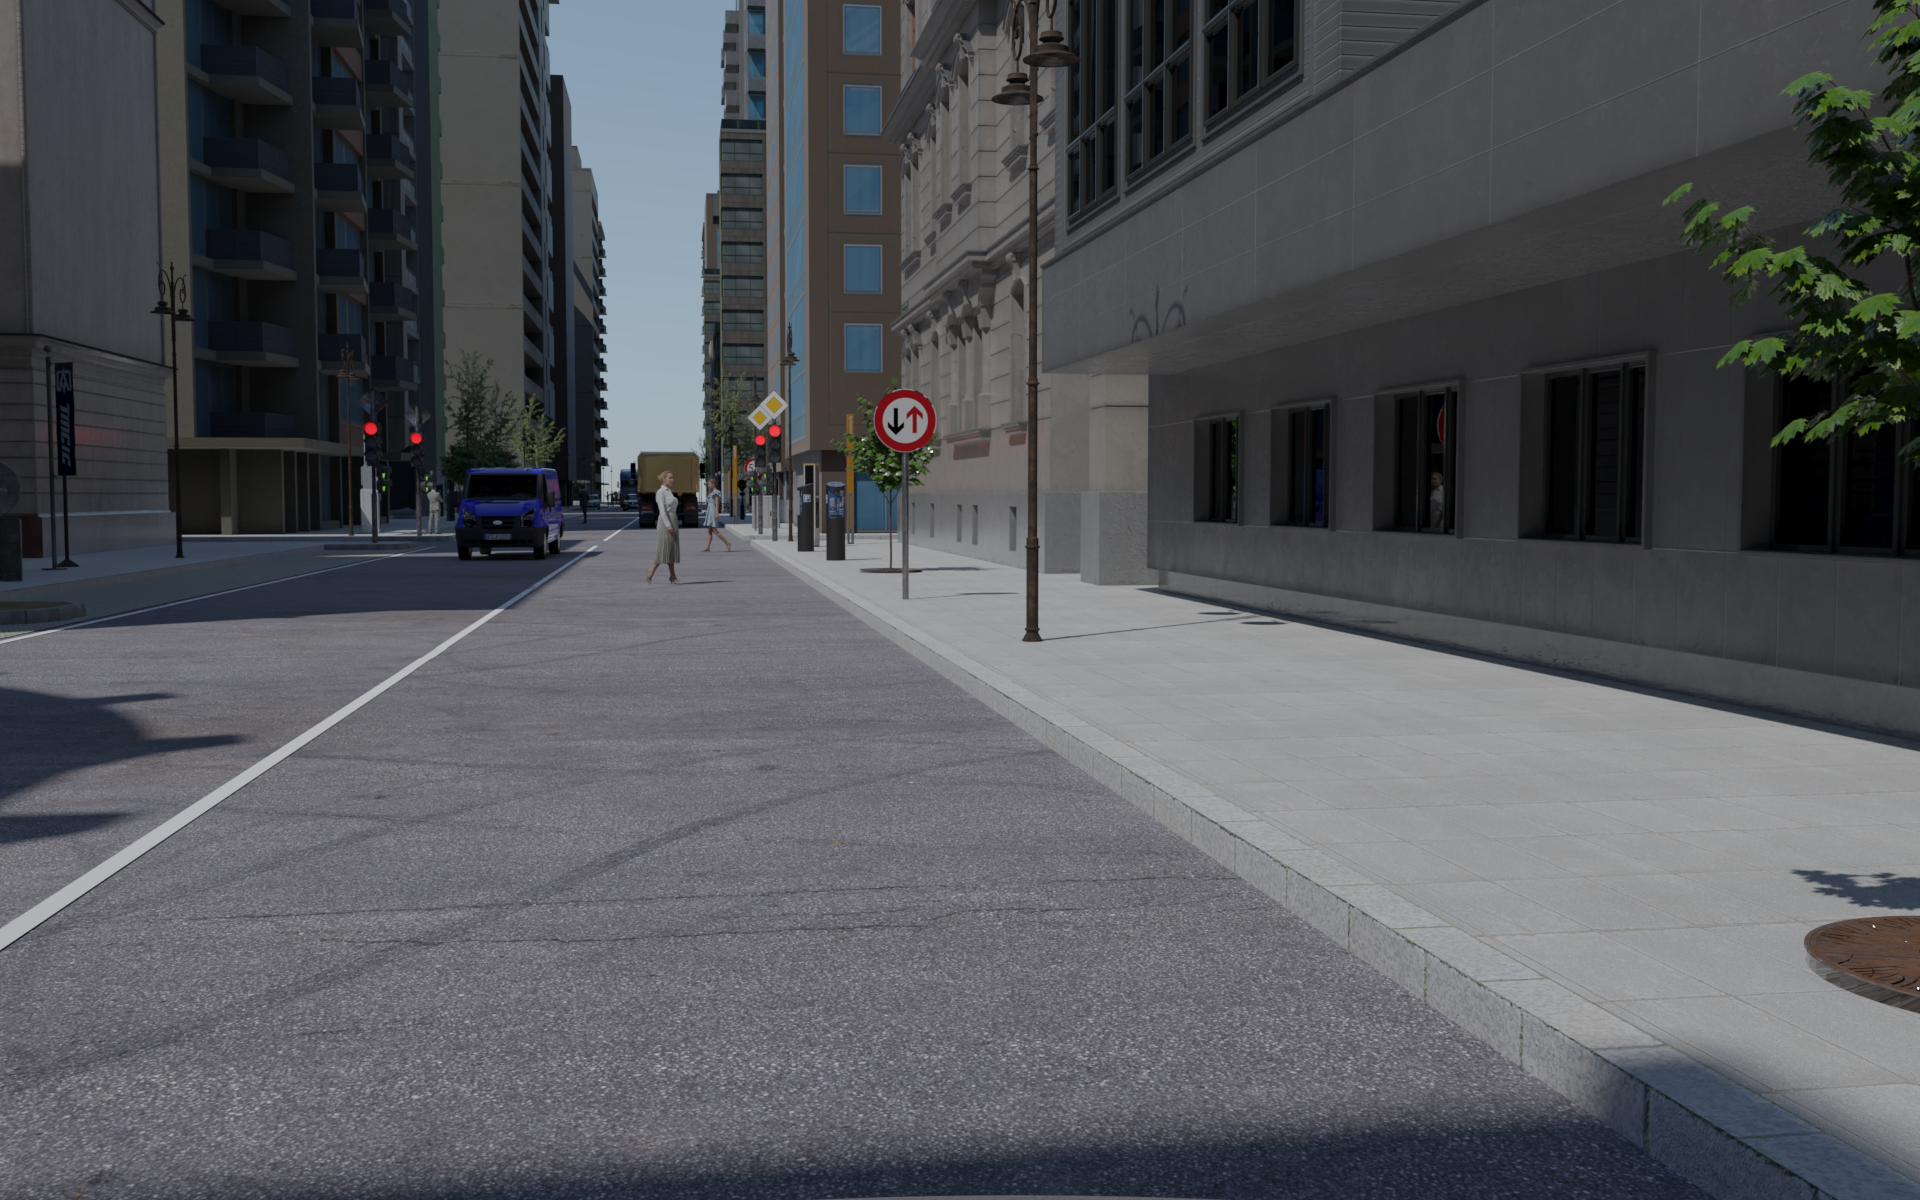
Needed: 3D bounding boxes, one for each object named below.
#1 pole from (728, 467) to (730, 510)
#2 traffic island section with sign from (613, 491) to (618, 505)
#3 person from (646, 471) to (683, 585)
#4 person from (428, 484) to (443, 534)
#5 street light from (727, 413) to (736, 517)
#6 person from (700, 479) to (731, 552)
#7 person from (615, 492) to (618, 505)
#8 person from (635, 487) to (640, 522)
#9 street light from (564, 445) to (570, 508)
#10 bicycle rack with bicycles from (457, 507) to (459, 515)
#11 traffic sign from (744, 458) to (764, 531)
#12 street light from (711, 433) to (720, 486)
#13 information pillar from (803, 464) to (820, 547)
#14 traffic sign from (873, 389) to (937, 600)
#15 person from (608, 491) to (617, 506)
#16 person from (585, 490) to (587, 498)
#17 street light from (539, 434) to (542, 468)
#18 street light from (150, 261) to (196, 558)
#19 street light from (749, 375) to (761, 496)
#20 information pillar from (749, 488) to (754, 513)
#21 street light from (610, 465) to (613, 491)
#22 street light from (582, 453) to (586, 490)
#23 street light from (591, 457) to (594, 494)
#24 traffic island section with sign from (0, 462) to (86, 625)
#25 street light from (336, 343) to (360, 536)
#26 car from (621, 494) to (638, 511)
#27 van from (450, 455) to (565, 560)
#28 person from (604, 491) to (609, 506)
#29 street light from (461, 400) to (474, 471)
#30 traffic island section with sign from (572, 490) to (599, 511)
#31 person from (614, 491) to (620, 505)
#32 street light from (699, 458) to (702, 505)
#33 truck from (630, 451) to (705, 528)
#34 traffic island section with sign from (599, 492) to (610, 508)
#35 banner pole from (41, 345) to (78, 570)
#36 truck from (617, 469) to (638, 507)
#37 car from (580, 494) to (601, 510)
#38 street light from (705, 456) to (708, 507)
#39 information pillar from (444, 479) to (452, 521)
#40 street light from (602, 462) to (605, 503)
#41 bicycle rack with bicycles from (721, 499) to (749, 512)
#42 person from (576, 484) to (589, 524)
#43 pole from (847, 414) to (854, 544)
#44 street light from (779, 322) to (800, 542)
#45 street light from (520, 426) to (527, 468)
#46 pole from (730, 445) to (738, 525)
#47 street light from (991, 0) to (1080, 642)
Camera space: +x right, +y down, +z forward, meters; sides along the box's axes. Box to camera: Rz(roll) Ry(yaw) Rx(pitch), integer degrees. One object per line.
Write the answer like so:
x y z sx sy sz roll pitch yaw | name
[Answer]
-17.143 -8.263 128.938 0.158 3.312 0.155 0 3 0 | pole
-46.318 -13.745 233.354 1.989 1.847 2.006 -1 4 -9 | traffic island section with sign
-4.698 -1.144 27.427 0.641 1.798 0.478 2 4 25 | person
-18.551 -3.216 61.261 0.511 1.800 0.466 0 4 5 | person
-12.813 -7.600 97.050 0.468 5.910 1.993 -1 4 -9 | street light
-6.069 -2.099 42.920 0.778 1.811 0.616 0 4 -5 | person
-45.643 -13.531 230.658 0.541 1.710 0.530 -1 4 -20 | person
-16.226 -4.875 88.182 0.580 1.828 0.573 0 4 2 | person
-36.188 -11.436 159.760 0.468 5.910 1.993 -1 4 -9 | street light
-33.118 -6.520 119.987 2.925 0.926 2.852 3 4 36 | bicycle rack with bicycles
-7.149 -3.694 60.506 0.768 2.556 0.104 0 4 -2 | traffic sign
-18.008 -9.529 128.594 0.468 5.910 1.993 -1 4 -9 | street light
-3.592 -2.291 41.944 0.304 2.012 0.304 1 4 16 | information pillar
-0.662 -1.280 21.026 0.768 2.556 0.104 0 4 -1 | traffic sign
-39.875 -11.623 198.514 1.348 1.826 0.705 -2 4 -31 | person
-31.024 -8.231 143.803 0.721 1.735 1.217 0 4 8 | person
-31.139 -9.533 128.653 0.468 5.910 1.993 -1 4 -9 | street light
-15.663 -3.780 34.590 0.468 5.910 1.993 -1 4 -9 | street light
-7.789 -5.699 65.972 0.468 5.910 1.993 -1 4 -9 | street light
-14.444 -7.069 120.076 0.304 2.012 0.304 2 4 26 | information pillar
-54.977 -18.378 273.269 0.468 5.910 1.993 -1 4 -9 | street light
-41.375 -13.332 190.765 0.468 5.910 1.993 -1 4 -9 | street light
-44.722 -14.574 211.079 0.468 5.910 1.993 -1 4 -9 | street light
-11.125 -0.671 19.591 1.989 1.847 2.006 -1 4 -9 | traffic island section with sign
-18.721 -4.912 53.106 0.468 5.910 1.993 -1 4 -9 | street light
-27.209 -8.243 144.567 2.009 1.686 4.222 0 4 -8 | car
-10.243 -2.150 39.543 2.240 2.365 5.245 0 4 -8 | van
-41.187 -11.784 201.693 0.750 1.759 0.617 0 4 1 | person
-23.895 -6.809 84.114 0.468 5.910 1.993 -1 4 -9 | street light
-32.585 -8.647 150.000 1.989 1.847 2.006 -1 4 -9 | traffic island section with sign
-43.295 -12.914 219.732 0.705 1.812 1.348 3 5 41 | person
-30.505 -14.161 204.324 0.468 5.910 1.993 -1 4 -9 | street light
-13.057 -4.990 77.511 3.469 3.379 9.791 -1 4 -10 | truck
-37.069 -10.309 177.176 1.989 1.847 2.006 -1 4 -9 | traffic island section with sign
-15.102 -2.388 29.066 0.863 3.779 0.401 2 4 27 | banner pole
-36.348 -12.377 192.120 2.967 4.110 18.799 -1 4 -10 | truck
-33.561 -8.889 157.340 2.014 1.417 4.499 -1 4 -11 | car
-25.315 -12.265 173.319 0.468 5.910 1.993 -1 4 -9 | street light
-24.569 -4.815 83.220 0.304 2.012 0.304 -2 4 -34 | information pillar
-49.847 -16.477 242.192 0.468 5.910 1.993 -1 4 -9 | street light
-16.323 -6.891 126.054 2.925 0.926 2.852 -1 4 -21 | bicycle rack with bicycles
-18.339 -4.667 84.171 0.474 1.900 0.648 1 4 16 | person
-2.806 -3.084 44.268 0.158 3.312 0.155 0 3 0 | pole
-4.586 -4.523 46.732 0.468 5.910 1.993 -1 4 -9 | street light
-28.945 -8.707 115.142 0.468 5.910 1.993 -1 4 -9 | street light
-9.431 -4.824 72.712 0.158 3.312 0.155 0 3 0 | pole
0.630 -2.577 14.916 0.468 5.910 1.993 -1 4 -9 | street light
